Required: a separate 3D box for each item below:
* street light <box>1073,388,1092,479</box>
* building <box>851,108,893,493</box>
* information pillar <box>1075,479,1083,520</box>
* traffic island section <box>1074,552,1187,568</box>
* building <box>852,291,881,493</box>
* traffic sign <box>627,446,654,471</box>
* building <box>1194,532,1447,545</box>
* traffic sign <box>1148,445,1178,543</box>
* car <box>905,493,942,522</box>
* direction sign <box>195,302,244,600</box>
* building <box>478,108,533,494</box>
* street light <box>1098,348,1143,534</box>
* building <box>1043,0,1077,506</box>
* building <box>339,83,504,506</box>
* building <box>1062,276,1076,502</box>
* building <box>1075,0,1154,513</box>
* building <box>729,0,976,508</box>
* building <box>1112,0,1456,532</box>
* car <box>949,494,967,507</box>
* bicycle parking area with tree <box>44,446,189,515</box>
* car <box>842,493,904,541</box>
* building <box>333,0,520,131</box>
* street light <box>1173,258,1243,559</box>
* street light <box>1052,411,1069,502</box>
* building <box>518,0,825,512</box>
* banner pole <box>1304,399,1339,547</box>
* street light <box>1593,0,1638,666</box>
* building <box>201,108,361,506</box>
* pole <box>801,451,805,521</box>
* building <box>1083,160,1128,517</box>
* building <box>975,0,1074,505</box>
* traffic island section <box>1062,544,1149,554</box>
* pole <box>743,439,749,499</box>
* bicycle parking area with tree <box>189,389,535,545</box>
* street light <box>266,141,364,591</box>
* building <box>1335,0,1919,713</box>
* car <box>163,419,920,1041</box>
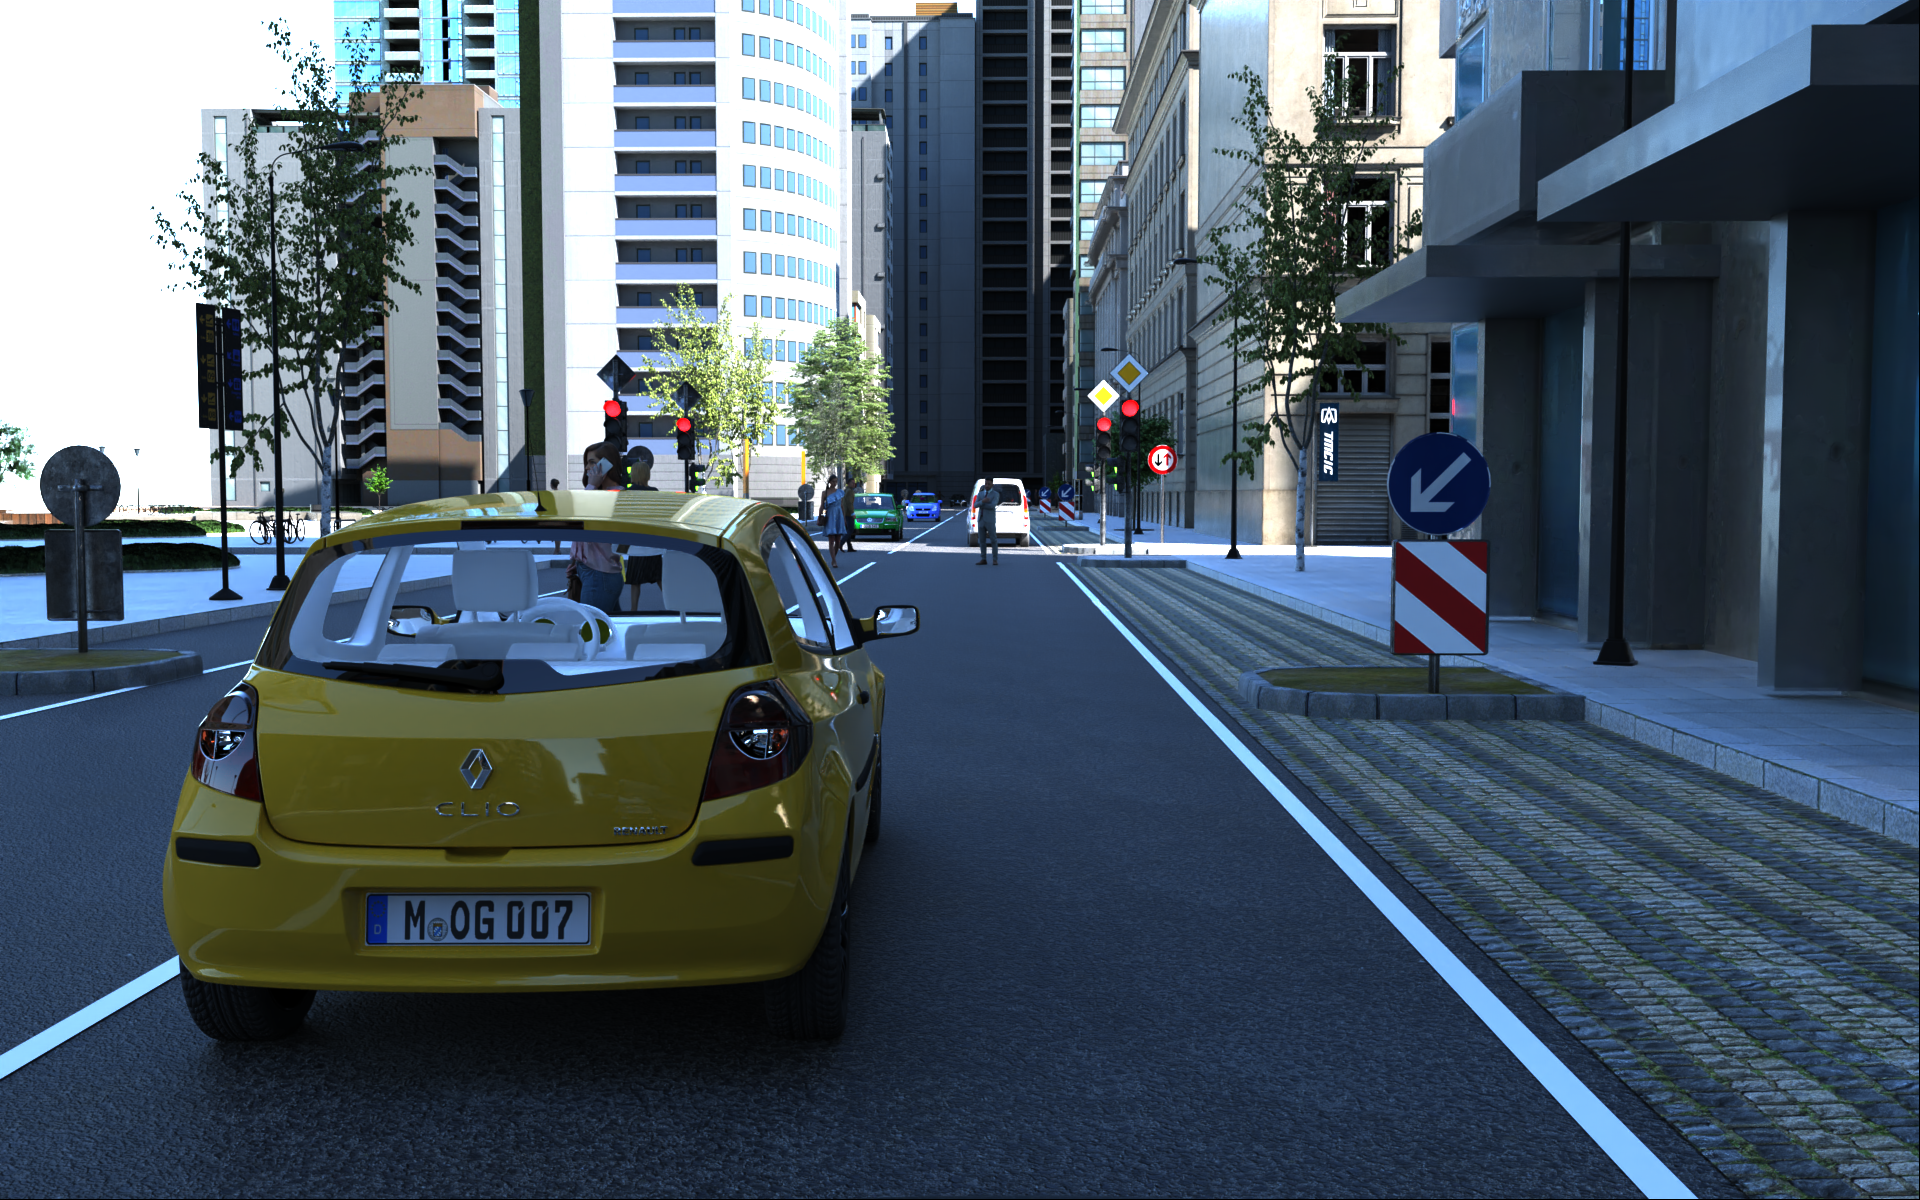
[{"bbox_3d":[5.646,-6.316,75.804,1.470,5.913,1.316,0,4,1],"label":"street light"},{"bbox_3d":[-14.314,-30.734,186.091,14.086,41.232,14.154,0,4,1],"label":"building"},{"bbox_3d":[5.922,-5.007,86.358,0.304,2.012,0.304,3,5,41],"label":"information pillar"},{"bbox_3d":[3.400,-0.767,34.829,2.009,0.180,2.903,0,4,1],"label":"traffic island section"},{"bbox_3d":[-22.171,-19.382,161.932,27.650,21.520,28.899,0,4,1],"label":"building"},{"bbox_3d":[-8.415,-2.777,45.505,0.768,2.556,0.104,1,4,9],"label":"traffic sign"},{"bbox_3d":[21.900,-13.225,49.511,30.059,22.955,16.112,0,4,1],"label":"building"},{"bbox_3d":[5.262,-2.745,44.994,0.768,2.556,0.104,1,4,9],"label":"traffic sign"},{"bbox_3d":[-1.873,-4.938,90.322,1.945,1.707,3.694,0,4,1],"label":"car"},{"bbox_3d":[-8.932,-1.772,20.968,0.379,3.537,0.876,1,4,10],"label":"direction sign"},{"bbox_3d":[-42.691,-30.759,186.502,14.086,41.232,14.154,0,4,1],"label":"building"},{"bbox_3d":[5.149,-5.046,55.039,1.470,5.913,1.316,0,4,1],"label":"street light"},{"bbox_3d":[20.143,-52.758,175.263,22.319,86.520,31.000,0,4,1],"label":"building"},{"bbox_3d":[-56.835,-32.806,186.486,14.200,45.320,14.600,0,4,1],"label":"building"},{"bbox_3d":[23.160,-18.481,147.203,27.650,21.520,28.899,0,4,1],"label":"building"},{"bbox_3d":[15.284,-26.975,124.637,14.154,41.232,14.086,0,4,1],"label":"building"},{"bbox_3d":[-12.112,-40.977,211.975,28.212,58.520,21.231,0,4,1],"label":"building"},{"bbox_3d":[15.877,-14.956,77.807,16.112,22.955,30.059,0,4,1],"label":"building"},{"bbox_3d":[-0.225,-11.184,192.637,2.009,1.686,4.222,0,4,1],"label":"car"},{"bbox_3d":[-51.268,-7.285,106.112,9.016,4.147,8.231,1,4,9],"label":"bicycle parking area with tree"},{"bbox_3d":[-2.701,-2.757,53.881,1.959,1.807,4.718,0,4,0],"label":"car"},{"bbox_3d":[-62.884,-55.059,212.887,31.000,86.520,22.319,0,4,1],"label":"building"},{"bbox_3d":[4.895,-3.774,34.244,1.470,5.913,1.316,0,4,1],"label":"street light"},{"bbox_3d":[6.019,-7.586,96.571,1.470,5.913,1.316,0,4,1],"label":"street light"},{"bbox_3d":[-19.912,-36.101,132.254,21.231,58.520,28.212,0,4,1],"label":"building"},{"bbox_3d":[8.748,-3.171,41.869,0.863,3.779,0.401,0,4,3],"label":"banner pole"},{"bbox_3d":[4.412,-2.470,12.921,1.470,5.913,1.316,0,4,1],"label":"street light"},{"bbox_3d":[-71.449,-30.775,186.770,14.086,41.232,14.154,0,4,1],"label":"building"},{"bbox_3d":[-7.449,-5.410,82.303,0.158,3.312,0.155,0,3,0],"label":"pole"},{"bbox_3d":[14.790,-16.141,105.699,13.314,21.916,24.055,0,4,1],"label":"building"},{"bbox_3d":[12.290,-47.255,210.863,20.611,71.187,20.563,0,4,1],"label":"building"},{"bbox_3d":[3.549,-1.256,42.812,2.009,0.180,2.903,0,4,1],"label":"traffic island section"},{"bbox_3d":[-7.990,-4.329,64.630,0.158,3.312,0.155,0,3,0],"label":"pole"},{"bbox_3d":[-14.462,-3.683,47.227,8.231,4.147,9.016,1,4,11],"label":"bicycle parking area with tree"},{"bbox_3d":[-8.547,-3.085,22.988,1.470,5.913,1.316,0,4,1],"label":"street light"},{"bbox_3d":[15.559,-23.748,7.895,23.786,49.044,30.456,0,4,1],"label":"building"},{"bbox_3d":[-1.151,0.260,5.972,2.015,1.641,3.980,0,4,-1],"label":"car"}]
